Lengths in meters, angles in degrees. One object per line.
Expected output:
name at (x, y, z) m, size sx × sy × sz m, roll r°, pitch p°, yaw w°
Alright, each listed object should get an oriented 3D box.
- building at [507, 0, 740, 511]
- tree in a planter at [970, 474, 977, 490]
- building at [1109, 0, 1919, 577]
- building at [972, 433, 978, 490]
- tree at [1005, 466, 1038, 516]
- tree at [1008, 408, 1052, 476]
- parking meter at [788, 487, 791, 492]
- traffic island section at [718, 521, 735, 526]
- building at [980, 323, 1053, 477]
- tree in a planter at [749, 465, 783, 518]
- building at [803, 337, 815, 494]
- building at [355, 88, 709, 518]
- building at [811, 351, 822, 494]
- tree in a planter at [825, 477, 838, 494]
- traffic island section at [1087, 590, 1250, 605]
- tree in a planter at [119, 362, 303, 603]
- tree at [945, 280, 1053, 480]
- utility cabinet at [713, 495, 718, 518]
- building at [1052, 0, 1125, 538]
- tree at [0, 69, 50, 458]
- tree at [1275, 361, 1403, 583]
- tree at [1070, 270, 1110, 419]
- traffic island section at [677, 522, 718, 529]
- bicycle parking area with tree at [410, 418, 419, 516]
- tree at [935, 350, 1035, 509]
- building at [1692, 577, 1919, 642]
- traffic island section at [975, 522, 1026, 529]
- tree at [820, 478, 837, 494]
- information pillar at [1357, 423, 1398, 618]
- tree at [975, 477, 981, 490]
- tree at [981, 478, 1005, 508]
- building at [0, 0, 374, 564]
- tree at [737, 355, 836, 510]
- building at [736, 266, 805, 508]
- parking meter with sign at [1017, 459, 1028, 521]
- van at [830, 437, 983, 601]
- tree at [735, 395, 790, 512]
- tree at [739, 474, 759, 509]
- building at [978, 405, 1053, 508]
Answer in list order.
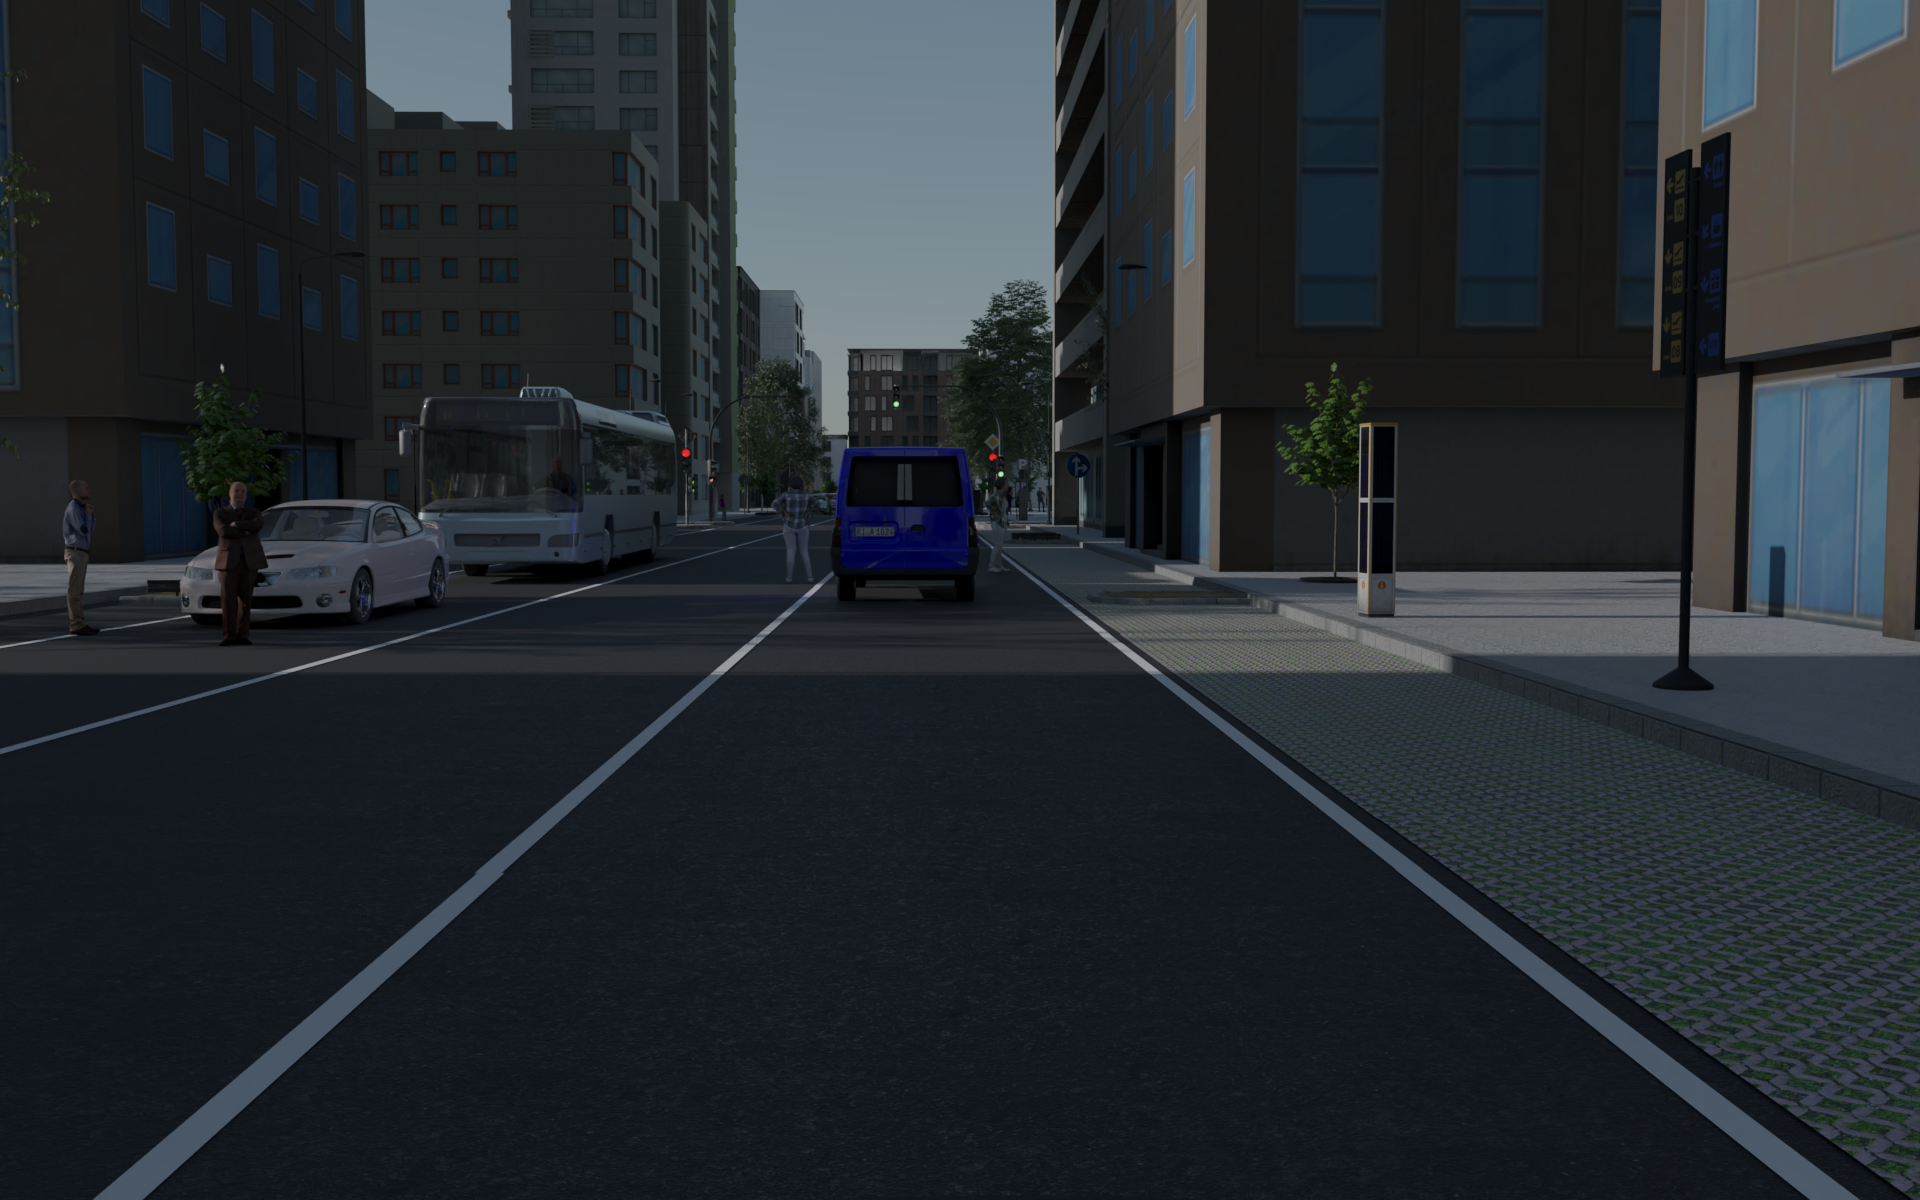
building at (-23.911, -27.034, 125.608) m, size 14.154 × 41.232 × 14.086 m, roll 0°, pitch 4°, yaw -1°
tree in a planter at (0.440, -8.264, 132.339) m, size 1.991 × 3.239 × 1.994 m, roll 0°, pitch 4°, yaw -1°
building at (10.670, -23.474, 33.908) m, size 14.600 × 45.320 × 14.200 m, roll 0°, pitch 4°, yaw -1°
building at (6.361, -16.827, 217.270) m, size 9.099 × 9.664 × 28.070 m, roll 0°, pitch 4°, yaw -1°
tree at (3.904, -6.639, 103.145) m, size 1.663 × 3.219 × 1.824 m, roll 0°, pitch 3°, yaw 0°
tree at (5.531, -11.600, 140.026) m, size 4.360 × 8.622 × 3.978 m, roll 0°, pitch 3°, yaw 0°
parking meter at (-14.527, -8.725, 148.363) m, size 0.255 × 1.863 × 0.399 m, roll -1°, pitch 4°, yaw -23°
traffic island section at (-11.540, -3.540, 80.162) m, size 2.009 × 0.180 × 2.903 m, roll 0°, pitch 4°, yaw -1°
building at (10.287, -20.825, 196.915) m, size 16.016 × 20.091 × 11.380 m, roll 0°, pitch 4°, yaw -1°
tree in a planter at (-11.746, -6.619, 105.441) m, size 1.991 × 3.239 × 1.994 m, roll 0°, pitch 4°, yaw -1°
building at (-25.197, -21.306, 204.766) m, size 16.016 × 20.091 × 11.380 m, roll 0°, pitch 4°, yaw -1°
building at (-29.707, -15.389, 96.646) m, size 27.650 × 21.520 × 28.899 m, roll 0°, pitch 4°, yaw -1°
building at (-33.957, -21.755, 222.153) m, size 31.486 × 18.905 × 16.747 m, roll 0°, pitch 4°, yaw -1°
tree in a planter at (-13.332, -11.309, 182.125) m, size 1.991 × 3.239 × 1.994 m, roll 0°, pitch 4°, yaw -1°
traffic island section at (2.726, -0.022, 23.222) m, size 1.991 × 0.108 × 1.994 m, roll 0°, pitch 4°, yaw -1°
tree in a planter at (-10.055, -1.613, 23.590) m, size 1.991 × 3.239 × 1.994 m, roll 0°, pitch 4°, yaw -1°
tree at (2.943, -10.651, 92.274) m, size 7.486 × 12.596 × 7.792 m, roll 0°, pitch 3°, yaw 0°
utility cabinet at (-13.453, -5.100, 94.539) m, size 0.306 × 1.237 × 1.020 m, roll 0°, pitch 4°, yaw 1°
building at (14.676, -26.670, 59.750) m, size 21.300 × 48.544 × 21.600 m, roll 0°, pitch 4°, yaw -1°
tree at (-13.414, -4.359, 21.636) m, size 4.737 × 8.622 × 4.395 m, roll 0°, pitch 3°, yaw 0°
tree at (5.485, -1.884, 25.412) m, size 1.663 × 3.219 × 1.824 m, roll 0°, pitch 3°, yaw 0°
tree at (5.099, -5.760, 44.545) m, size 4.360 × 8.622 × 3.978 m, roll 0°, pitch 3°, yaw 0°
traffic island section at (-11.374, -3.052, 72.178) m, size 2.009 × 0.180 × 2.903 m, roll 0°, pitch 4°, yaw -1°
bicycle parking area with tree at (-21.342, -4.939, 67.758) m, size 9.016 × 4.147 × 8.231 m, roll 0°, pitch 4°, yaw -7°
tree at (2.494, -14.982, 151.611) m, size 9.857 × 13.997 × 8.962 m, roll 0°, pitch 3°, yaw 0°
building at (15.043, -22.124, 11.835) m, size 14.600 × 45.320 × 14.200 m, roll 0°, pitch 4°, yaw -1°
traffic island section at (1.704, -3.068, 72.445) m, size 2.009 × 0.180 × 2.903 m, roll 0°, pitch 4°, yaw -1°
tree at (-17.201, -14.303, 228.455) m, size 1.663 × 3.219 × 1.824 m, roll 0°, pitch 3°, yaw 0°
information pillar at (4.349, -0.829, 18.045) m, size 0.304 × 2.012 × 0.304 m, roll -1°, pitch 4°, yaw -8°
tree at (2.244, -10.250, 162.182) m, size 1.663 × 3.219 × 1.824 m, roll 0°, pitch 3°, yaw 0°
tree at (2.903, -8.119, 127.351) m, size 1.663 × 3.219 × 1.824 m, roll 0°, pitch 3°, yaw 0°
building at (-22.156, -23.667, 37.063) m, size 14.600 × 45.320 × 14.200 m, roll 0°, pitch 4°, yaw -1°
tree at (-14.975, -13.725, 141.406) m, size 9.611 × 12.733 × 9.660 m, roll 0°, pitch 3°, yaw 0°
building at (-30.454, -20.018, 171.273) m, size 27.936 × 21.610 × 32.646 m, roll 0°, pitch 4°, yaw -1°
parking meter with sign at (3.070, -5.395, 84.470) m, size 0.543 × 3.016 × 1.738 m, roll 0°, pitch 4°, yaw 1°
van at (-0.746, -1.252, 24.853) m, size 2.240 × 2.365 × 5.245 m, roll 0°, pitch 4°, yaw -1°
tree at (-14.474, -10.782, 126.655) m, size 4.737 × 8.622 × 4.395 m, roll 0°, pitch 3°, yaw 0°
tree at (-18.505, -10.212, 150.687) m, size 4.285 × 4.588 × 4.351 m, roll 0°, pitch 3°, yaw 0°
building at (7.096, -14.374, 177.154) m, size 9.099 × 9.664 × 28.070 m, roll 0°, pitch 4°, yaw -1°
